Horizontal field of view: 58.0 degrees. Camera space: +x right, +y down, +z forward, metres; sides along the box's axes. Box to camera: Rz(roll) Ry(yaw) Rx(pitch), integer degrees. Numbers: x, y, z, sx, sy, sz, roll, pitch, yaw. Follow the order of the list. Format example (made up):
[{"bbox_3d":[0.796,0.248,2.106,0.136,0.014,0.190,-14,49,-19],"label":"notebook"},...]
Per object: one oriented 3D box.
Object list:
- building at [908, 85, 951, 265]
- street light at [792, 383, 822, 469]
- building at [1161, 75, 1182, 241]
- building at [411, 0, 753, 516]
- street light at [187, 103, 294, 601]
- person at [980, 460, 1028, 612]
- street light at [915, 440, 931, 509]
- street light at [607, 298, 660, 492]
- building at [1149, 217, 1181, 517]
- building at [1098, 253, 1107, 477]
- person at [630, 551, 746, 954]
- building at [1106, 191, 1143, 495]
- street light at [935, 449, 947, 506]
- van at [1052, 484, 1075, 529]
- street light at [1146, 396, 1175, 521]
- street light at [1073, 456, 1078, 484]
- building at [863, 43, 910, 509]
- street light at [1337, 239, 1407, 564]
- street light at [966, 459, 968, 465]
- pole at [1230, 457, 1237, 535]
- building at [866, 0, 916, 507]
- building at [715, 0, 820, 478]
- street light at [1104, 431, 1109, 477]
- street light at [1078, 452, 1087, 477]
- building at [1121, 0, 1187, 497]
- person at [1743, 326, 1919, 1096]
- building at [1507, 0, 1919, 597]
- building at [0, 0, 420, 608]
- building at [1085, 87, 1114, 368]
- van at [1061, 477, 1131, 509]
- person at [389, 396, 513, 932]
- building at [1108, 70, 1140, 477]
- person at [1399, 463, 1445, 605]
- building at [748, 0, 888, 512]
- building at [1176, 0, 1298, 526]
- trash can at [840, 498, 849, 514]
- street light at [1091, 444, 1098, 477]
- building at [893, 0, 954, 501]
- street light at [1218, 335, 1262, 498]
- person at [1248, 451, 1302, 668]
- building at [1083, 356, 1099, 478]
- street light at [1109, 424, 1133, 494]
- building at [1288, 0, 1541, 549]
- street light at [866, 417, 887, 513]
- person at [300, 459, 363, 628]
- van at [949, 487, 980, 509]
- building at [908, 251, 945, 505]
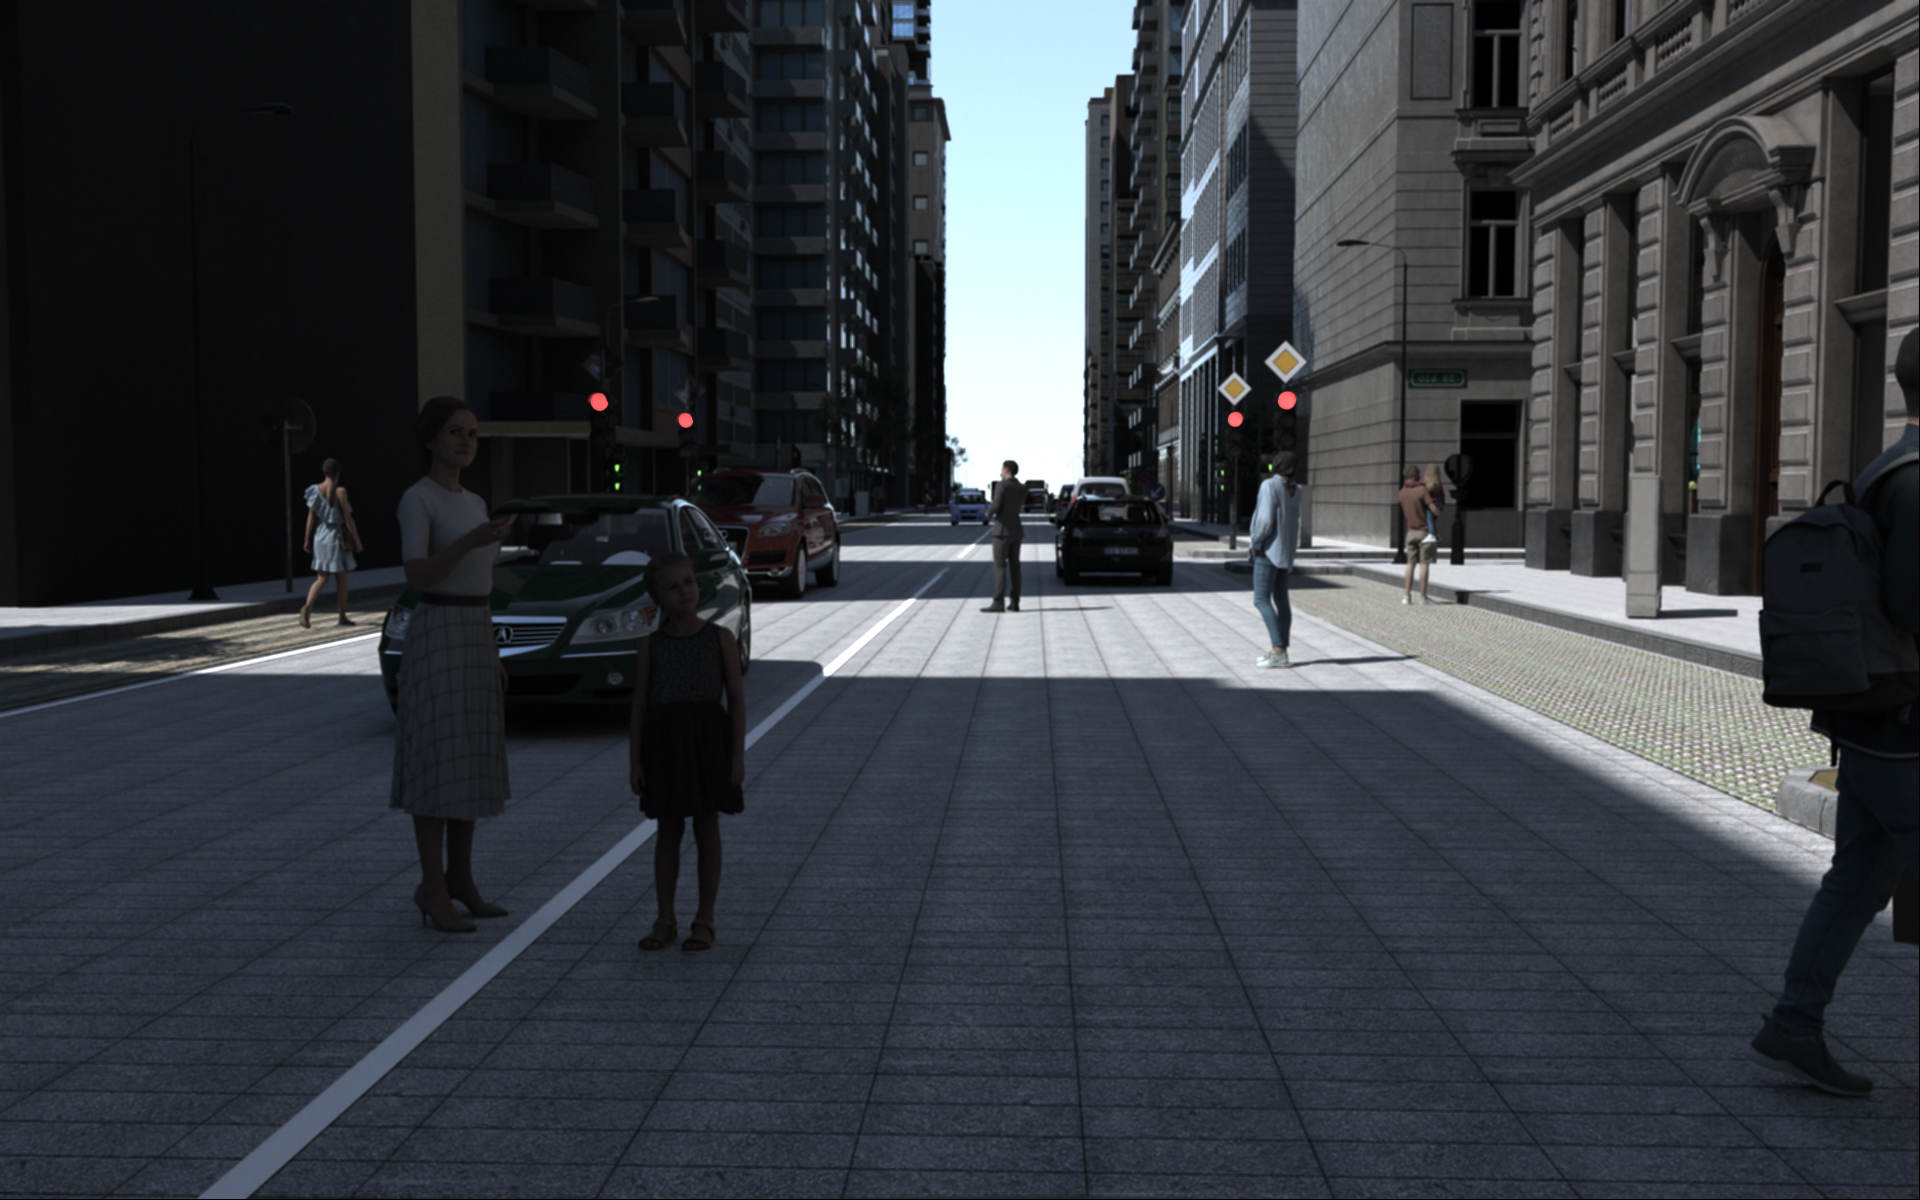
[{"bbox_3d":[-15.997,-39.080,228.202,28.713,52.752,27.495,0,4,2],"label":"building"},{"bbox_3d":[-6.458,-6.126,72.698,1.470,5.913,1.316,0,4,2],"label":"street light"},{"bbox_3d":[21.137,-21.469,122.720,14.160,30.474,14.107,0,4,2],"label":"building"},{"bbox_3d":[-18.838,-24.467,54.656,22.147,44.769,28.867,0,4,2],"label":"building"},{"bbox_3d":[-8.627,-2.951,20.784,1.470,5.913,1.316,0,4,2],"label":"street light"},{"bbox_3d":[0.513,-0.787,21.172,0.447,1.846,0.655,3,5,42],"label":"person"},{"bbox_3d":[-3.197,-10.789,148.940,1.470,5.913,1.316,0,4,2],"label":"street light"},{"bbox_3d":[-7.779,-4.194,41.107,1.470,5.913,1.316,0,4,2],"label":"street light"},{"bbox_3d":[17.271,-14.653,104.208,10.561,19.102,19.286,0,4,2],"label":"building"},{"bbox_3d":[23.604,-26.676,207.849,14.160,30.474,14.107,0,4,2],"label":"building"},{"bbox_3d":[-0.857,0.472,5.454,0.362,1.253,0.373,0,4,4],"label":"person"},{"bbox_3d":[21.791,-24.190,167.211,14.160,30.474,14.107,0,4,2],"label":"building"},{"bbox_3d":[-2.004,-12.712,180.382,1.470,5.913,1.316,0,4,2],"label":"street light"},{"bbox_3d":[4.885,-4.020,72.743,2.013,2.044,4.112,0,4,3],"label":"van"},{"bbox_3d":[9.538,-6.727,82.534,1.470,5.913,1.316,0,4,2],"label":"street light"},{"bbox_3d":[14.848,-14.580,210.923,1.470,5.913,1.316,0,4,2],"label":"street light"},{"bbox_3d":[-11.998,-28.726,153.261,14.154,41.232,14.086,0,4,2],"label":"building"},{"bbox_3d":[7.563,-3.618,31.690,1.470,5.913,1.316,0,4,2],"label":"street light"},{"bbox_3d":[0.279,-15.820,231.203,1.470,5.913,1.316,0,4,2],"label":"street light"},{"bbox_3d":[8.556,-3.686,54.113,0.158,3.312,0.155,0,3,0],"label":"pole"},{"bbox_3d":[-14.874,-44.743,169.796,20.563,71.187,20.611,0,4,2],"label":"building"},{"bbox_3d":[-24.030,-24.313,89.406,32.217,40.220,23.993,0,4,2],"label":"building"},{"bbox_3d":[11.336,-9.500,127.866,1.470,5.913,1.316,0,4,2],"label":"street light"},{"bbox_3d":[14.111,-13.377,191.257,1.470,5.913,1.316,0,4,2],"label":"street light"},{"bbox_3d":[25.784,-32.086,144.219,23.786,49.044,30.456,0,4,2],"label":"building"},{"bbox_3d":[2.208,0.276,3.975,0.713,1.824,0.794,2,4,34],"label":"person"},{"bbox_3d":[14.274,-11.699,20.159,11.050,23.489,19.941,0,4,2],"label":"building"},{"bbox_3d":[-18.037,-11.963,25.271,15.834,23.373,12.332,0,4,2],"label":"building"},{"bbox_3d":[29.082,-43.761,257.493,21.231,58.520,28.212,0,4,2],"label":"building"},{"bbox_3d":[3.560,-2.245,43.716,2.013,2.044,4.112,0,4,4],"label":"van"},{"bbox_3d":[-1.614,0.205,5.725,0.524,1.755,0.480,1,4,16],"label":"person"},{"bbox_3d":[22.882,-32.522,181.843,14.600,45.320,14.200,0,4,2],"label":"building"},{"bbox_3d":[5.967,-0.848,22.340,0.580,1.828,0.573,0,4,6],"label":"person"},{"bbox_3d":[-18.061,-31.258,130.670,23.786,49.044,30.456,0,4,2],"label":"building"},{"bbox_3d":[16.709,-18.422,78.700,11.434,29.767,29.804,0,4,2],"label":"building"},{"bbox_3d":[-7.569,-6.215,113.262,0.748,1.137,0.748,0,3,0],"label":"trash can"},{"bbox_3d":[12.818,-11.454,159.820,1.470,5.913,1.316,0,4,2],"label":"street light"},{"bbox_3d":[-11.784,-57.709,256.215,22.319,86.520,31.000,0,4,2],"label":"building"},{"bbox_3d":[8.232,-4.780,50.701,1.470,5.913,1.316,0,4,2],"label":"street light"},{"bbox_3d":[2.655,-0.351,14.497,0.793,1.790,0.793,1,4,9],"label":"person"},{"bbox_3d":[30.660,-23.547,230.030,27.650,21.520,28.899,0,4,2],"label":"building"},{"bbox_3d":[10.795,-8.657,114.084,1.470,5.913,1.316,0,4,2],"label":"street light"},{"bbox_3d":[31.901,-16.547,46.962,44.131,29.872,17.030,0,4,2],"label":"building"},{"bbox_3d":[-5.093,-8.060,104.324,1.470,5.913,1.316,0,4,2],"label":"street light"},{"bbox_3d":[-6.737,-0.611,18.586,0.616,1.811,0.778,1,4,18],"label":"person"},{"bbox_3d":[0.405,-5.839,102.473,2.013,2.044,4.112,0,4,4],"label":"van"},{"bbox_3d":[-9.185,-26.634,207.159,14.160,30.474,14.107,0,4,2],"label":"building"}]
